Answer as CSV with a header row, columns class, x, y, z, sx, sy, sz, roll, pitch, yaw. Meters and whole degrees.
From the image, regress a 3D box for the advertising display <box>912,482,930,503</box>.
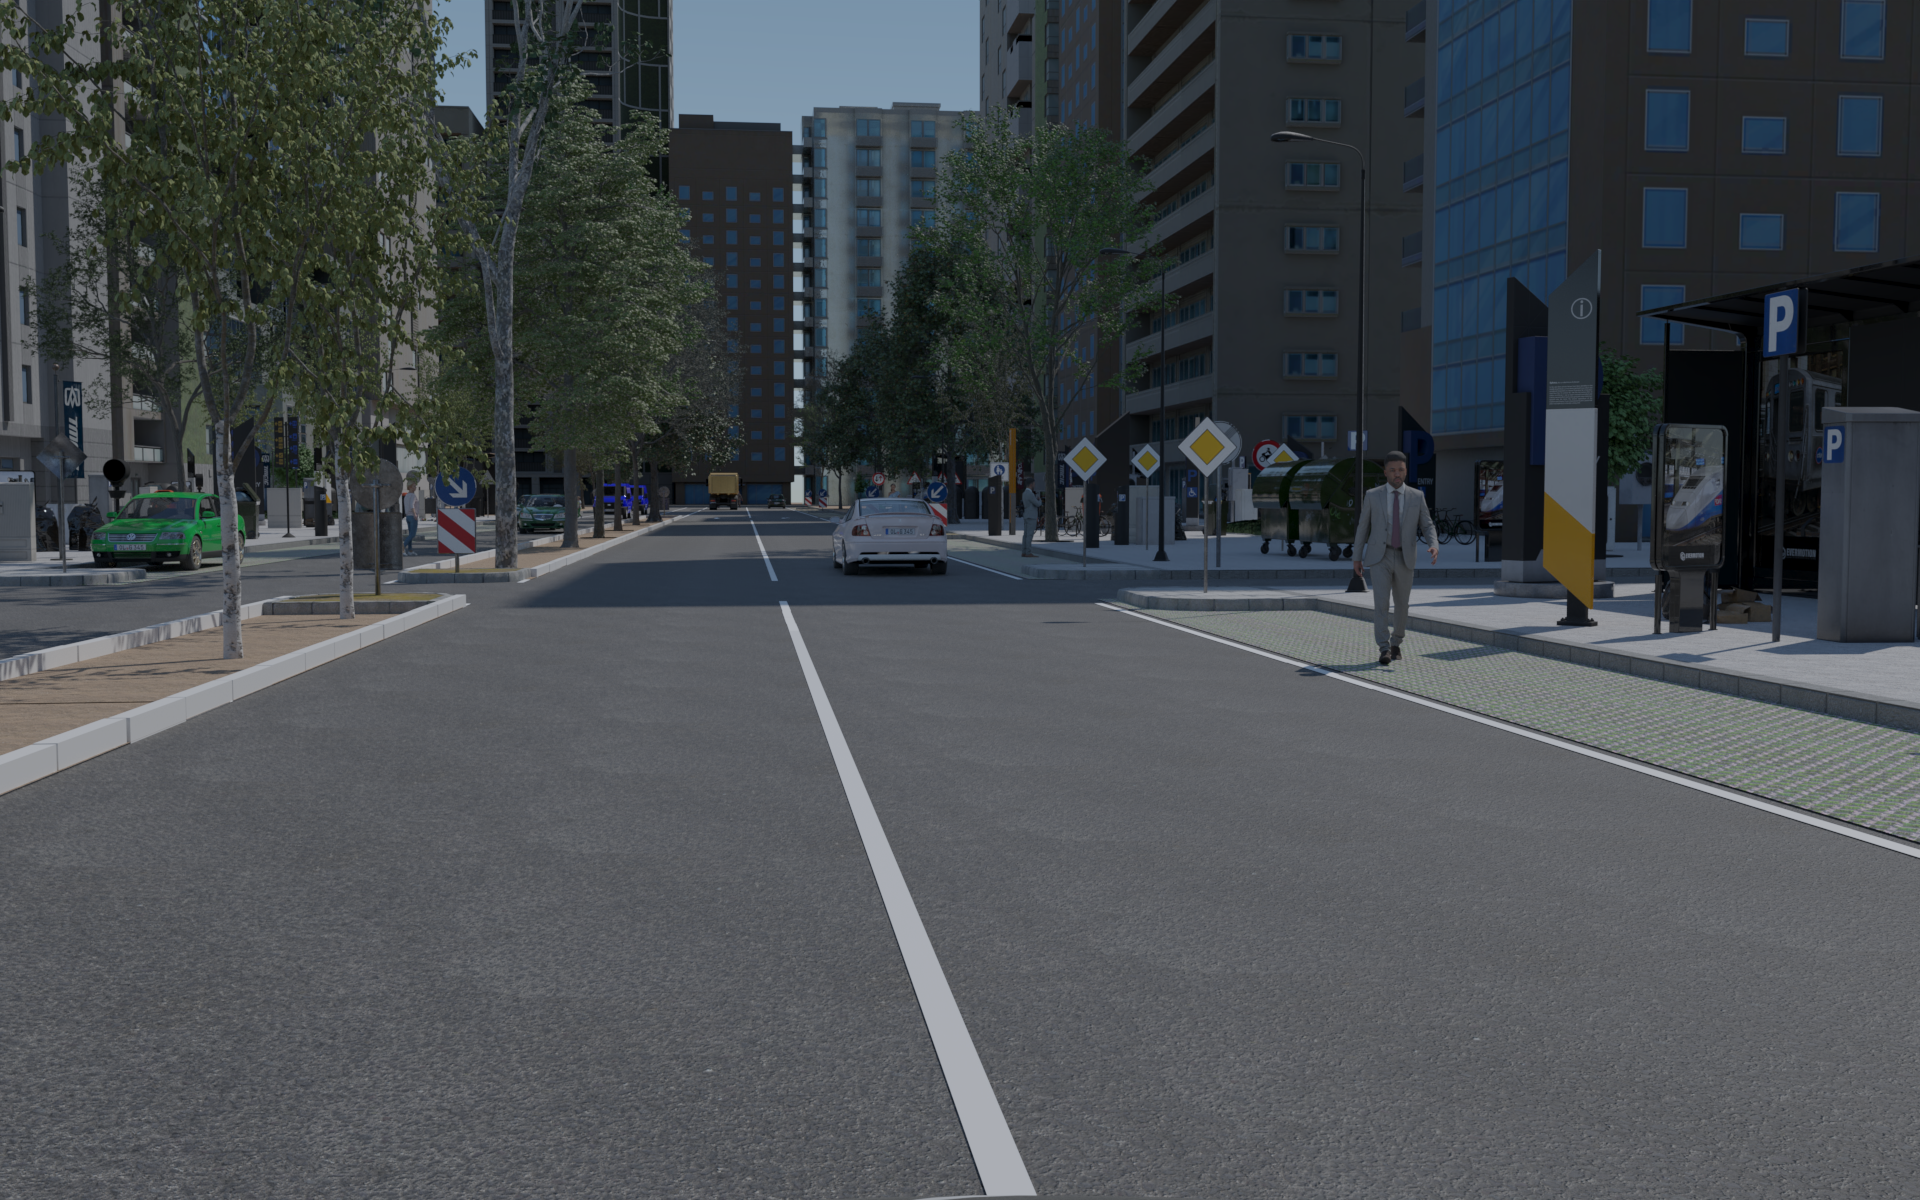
class,x,y,z,sx,sy,sz,roll,pitch,yaw
advertising display,-2.054,-5.287,91.655,0.974,1.923,0.123,-2,4,-23

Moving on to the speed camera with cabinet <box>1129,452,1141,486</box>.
class,x,y,z,sx,sy,sz,roll,pitch,yaw
speed camera with cabinet,7.384,-5.290,80.829,2.038,3.252,0.660,2,4,26

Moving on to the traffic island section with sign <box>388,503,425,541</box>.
class,x,y,z,sx,sy,sz,roll,pitch,yaw
traffic island section with sign,-17.420,-2.699,52.754,1.989,1.847,2.006,0,4,-7

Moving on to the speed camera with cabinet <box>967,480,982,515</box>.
class,x,y,z,sx,sy,sz,roll,pitch,yaw
speed camera with cabinet,0.789,-6.831,106.025,2.038,3.252,0.660,-1,4,-18

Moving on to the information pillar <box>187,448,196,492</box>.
class,x,y,z,sx,sy,sz,roll,pitch,yaw
information pillar,-38.946,-5.897,87.767,0.504,3.616,0.183,2,4,28

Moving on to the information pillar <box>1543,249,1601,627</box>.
class,x,y,z,sx,sy,sz,roll,pitch,yaw
information pillar,5.953,-1.558,16.828,0.504,3.616,0.183,3,4,38

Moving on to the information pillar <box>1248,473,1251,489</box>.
class,x,y,z,sx,sy,sz,roll,pitch,yaw
information pillar,10.064,-3.472,61.263,0.304,2.012,0.304,-3,5,-42

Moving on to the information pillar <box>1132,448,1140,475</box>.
class,x,y,z,sx,sy,sz,roll,pitch,yaw
information pillar,8.928,-5.903,87.865,0.504,3.616,0.183,-2,4,-33

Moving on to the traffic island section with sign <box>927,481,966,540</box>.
class,x,y,z,sx,sy,sz,roll,pitch,yaw
traffic island section with sign,-0.914,-2.843,55.108,1.989,1.847,2.006,0,4,-7

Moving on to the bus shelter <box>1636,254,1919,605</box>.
class,x,y,z,sx,sy,sz,roll,pitch,yaw
bus shelter,9.962,-1.727,19.514,1.731,3.624,6.357,0,4,-7

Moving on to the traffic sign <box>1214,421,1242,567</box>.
class,x,y,z,sx,sy,sz,roll,pitch,yaw
traffic sign,4.532,-1.847,30.306,0.768,2.556,0.104,0,4,-4

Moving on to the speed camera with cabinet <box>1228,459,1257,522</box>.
class,x,y,z,sx,sy,sz,roll,pitch,yaw
speed camera with cabinet,9.770,-4.003,59.780,0.660,3.252,2.038,0,4,-4

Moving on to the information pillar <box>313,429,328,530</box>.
class,x,y,z,sx,sy,sz,roll,pitch,yaw
information pillar,-23.124,-4.346,62.409,0.183,3.616,0.504,0,4,6

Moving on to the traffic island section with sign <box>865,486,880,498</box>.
class,x,y,z,sx,sy,sz,roll,pitch,yaw
traffic island section with sign,-4.291,-4.479,81.852,1.989,1.847,2.006,0,4,-7

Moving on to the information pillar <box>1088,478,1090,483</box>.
class,x,y,z,sx,sy,sz,roll,pitch,yaw
information pillar,6.094,-4.630,80.186,0.304,2.012,0.304,0,4,7

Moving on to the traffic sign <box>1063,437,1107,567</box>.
class,x,y,z,sx,sy,sz,roll,pitch,yaw
traffic sign,2.183,-1.633,30.341,0.795,2.450,0.064,0,4,-7

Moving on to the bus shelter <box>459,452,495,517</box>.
class,x,y,z,sx,sy,sz,roll,pitch,yaw
bus shelter,-27.501,-6.639,99.825,1.731,3.624,6.357,0,4,-7

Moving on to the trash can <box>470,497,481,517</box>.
class,x,y,z,sx,sy,sz,roll,pitch,yaw
trash can,-26.788,-5.142,95.722,0.748,1.137,0.748,0,3,0

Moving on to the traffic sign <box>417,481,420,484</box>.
class,x,y,z,sx,sy,sz,roll,pitch,yaw
traffic sign,-29.498,-5.712,93.504,0.768,2.556,0.104,0,4,-4

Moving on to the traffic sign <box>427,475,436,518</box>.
class,x,y,z,sx,sy,sz,roll,pitch,yaw
traffic sign,-28.185,-5.669,92.797,0.768,2.556,0.104,0,4,-4

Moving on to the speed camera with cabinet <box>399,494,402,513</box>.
class,x,y,z,sx,sy,sz,roll,pitch,yaw
speed camera with cabinet,-27.545,-5.411,82.810,0.660,3.252,2.038,1,4,17

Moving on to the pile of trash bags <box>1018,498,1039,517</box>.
class,x,y,z,sx,sy,sz,roll,pitch,yaw
pile of trash bags,4.854,-5.327,96.841,3.447,1.369,1.912,1,4,14

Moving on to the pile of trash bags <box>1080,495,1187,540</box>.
class,x,y,z,sx,sy,sz,roll,pitch,yaw
pile of trash bags,4.716,-2.365,48.428,1.912,1.369,3.447,-3,5,-45

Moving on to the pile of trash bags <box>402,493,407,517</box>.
class,x,y,z,sx,sy,sz,roll,pitch,yaw
pile of trash bags,-31.519,-5.361,97.404,1.912,1.369,3.447,0,4,-7

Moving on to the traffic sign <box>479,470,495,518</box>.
class,x,y,z,sx,sy,sz,roll,pitch,yaw
traffic sign,-25.416,-5.699,93.190,0.884,2.594,0.081,0,4,-6

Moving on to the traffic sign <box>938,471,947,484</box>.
class,x,y,z,sx,sy,sz,roll,pitch,yaw
traffic sign,-0.964,-5.749,93.993,0.884,2.594,0.081,0,4,-3

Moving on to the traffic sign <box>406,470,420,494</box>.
class,x,y,z,sx,sy,sz,roll,pitch,yaw
traffic sign,-28.942,-5.603,91.715,0.768,2.556,0.104,0,4,-3

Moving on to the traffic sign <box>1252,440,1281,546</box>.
class,x,y,z,sx,sy,sz,roll,pitch,yaw
traffic sign,7.224,-2.482,40.680,0.768,2.556,0.104,0,4,1

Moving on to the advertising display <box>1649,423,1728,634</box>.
class,x,y,z,sx,sy,sz,roll,pitch,yaw
advertising display,6.754,-0.663,16.058,0.974,1.923,0.123,-2,4,-33

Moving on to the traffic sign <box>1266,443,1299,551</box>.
class,x,y,z,sx,sy,sz,roll,pitch,yaw
traffic sign,7.271,-2.312,38.987,0.795,2.450,0.064,0,4,-3

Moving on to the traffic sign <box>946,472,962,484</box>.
class,x,y,z,sx,sy,sz,roll,pitch,yaw
traffic sign,-0.322,-5.675,92.795,0.884,2.594,0.081,0,4,-5

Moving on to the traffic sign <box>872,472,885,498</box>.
class,x,y,z,sx,sy,sz,roll,pitch,yaw
traffic sign,-4.721,-6.148,100.623,0.768,2.556,0.104,0,4,-4

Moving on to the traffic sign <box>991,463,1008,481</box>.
class,x,y,z,sx,sy,sz,roll,pitch,yaw
traffic sign,1.273,-3.296,56.023,0.606,2.300,0.079,0,4,-2

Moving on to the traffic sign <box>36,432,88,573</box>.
class,x,y,z,sx,sy,sz,roll,pitch,yaw
traffic sign,-14.631,-1.505,28.245,0.795,2.450,0.064,0,4,-7

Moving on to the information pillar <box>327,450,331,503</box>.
class,x,y,z,sx,sy,sz,roll,pitch,yaw
information pillar,-33.755,-6.186,92.500,0.183,3.616,0.504,1,4,9

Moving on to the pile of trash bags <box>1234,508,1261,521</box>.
class,x,y,z,sx,sy,sz,roll,pitch,yaw
pile of trash bags,10.891,-3.415,65.583,3.447,1.369,1.912,-1,4,-19

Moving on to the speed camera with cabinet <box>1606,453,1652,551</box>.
class,x,y,z,sx,sy,sz,roll,pitch,yaw
speed camera with cabinet,14.644,-2.726,38.909,2.038,3.252,0.660,-1,4,-11

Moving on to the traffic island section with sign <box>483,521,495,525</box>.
class,x,y,z,sx,sy,sz,roll,pitch,yaw
traffic island section with sign,-20.852,-4.357,79.869,1.989,1.847,2.006,0,4,-7

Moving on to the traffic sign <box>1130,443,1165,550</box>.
class,x,y,z,sx,sy,sz,roll,pitch,yaw
traffic sign,4.279,-2.350,39.609,0.795,2.450,0.064,0,4,-5

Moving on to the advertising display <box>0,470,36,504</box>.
class,x,y,z,sx,sy,sz,roll,pitch,yaw
advertising display,-25.466,-2.539,46.720,0.974,1.923,0.123,-2,4,-34

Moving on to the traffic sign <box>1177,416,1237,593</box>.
class,x,y,z,sx,sy,sz,roll,pitch,yaw
traffic sign,3.184,-1.148,22.418,0.795,2.450,0.064,0,4,-7

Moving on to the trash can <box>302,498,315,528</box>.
class,x,y,z,sx,sy,sz,roll,pitch,yaw
trash can,-24.898,-3.356,66.518,0.748,1.137,0.748,0,3,0

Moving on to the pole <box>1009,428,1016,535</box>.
class,x,y,z,sx,sy,sz,roll,pitch,yaw
pole,1.632,-3.674,53.913,0.158,3.312,0.155,0,3,0

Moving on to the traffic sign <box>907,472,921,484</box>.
class,x,y,z,sx,sy,sz,roll,pitch,yaw
traffic sign,-2.469,-5.783,94.550,0.884,2.594,0.081,0,4,-2

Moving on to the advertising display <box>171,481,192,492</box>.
class,x,y,z,sx,sy,sz,roll,pitch,yaw
advertising display,-38.700,-4.949,86.126,0.974,1.923,0.123,0,4,-4

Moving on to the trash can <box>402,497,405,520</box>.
class,x,y,z,sx,sy,sz,roll,pitch,yaw
trash can,-28.235,-4.610,87.026,0.748,1.137,0.748,0,3,0

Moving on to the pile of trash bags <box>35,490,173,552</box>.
class,x,y,z,sx,sy,sz,roll,pitch,yaw
pile of trash bags,-19.639,-1.814,39.409,3.447,1.369,1.912,-1,4,-22

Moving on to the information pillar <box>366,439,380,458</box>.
class,x,y,z,sx,sy,sz,roll,pitch,yaw
information pillar,-20.892,-4.298,61.626,0.504,3.616,0.183,0,4,-2

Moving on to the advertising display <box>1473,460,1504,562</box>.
class,x,y,z,sx,sy,sz,roll,pitch,yaw
advertising display,10.104,-1.685,32.769,0.974,1.923,0.123,-2,4,-31

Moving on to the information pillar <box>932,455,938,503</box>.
class,x,y,z,sx,sy,sz,roll,pitch,yaw
information pillar,-1.190,-5.509,81.425,0.183,3.616,0.504,2,4,24

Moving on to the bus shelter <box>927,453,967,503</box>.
class,x,y,z,sx,sy,sz,roll,pitch,yaw
bus shelter,-0.763,-6.752,101.685,1.731,3.624,6.357,0,4,-7

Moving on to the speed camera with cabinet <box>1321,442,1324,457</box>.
class,x,y,z,sx,sy,sz,roll,pitch,yaw
speed camera with cabinet,14.384,-4.405,66.365,2.038,3.252,0.660,-1,4,-19
